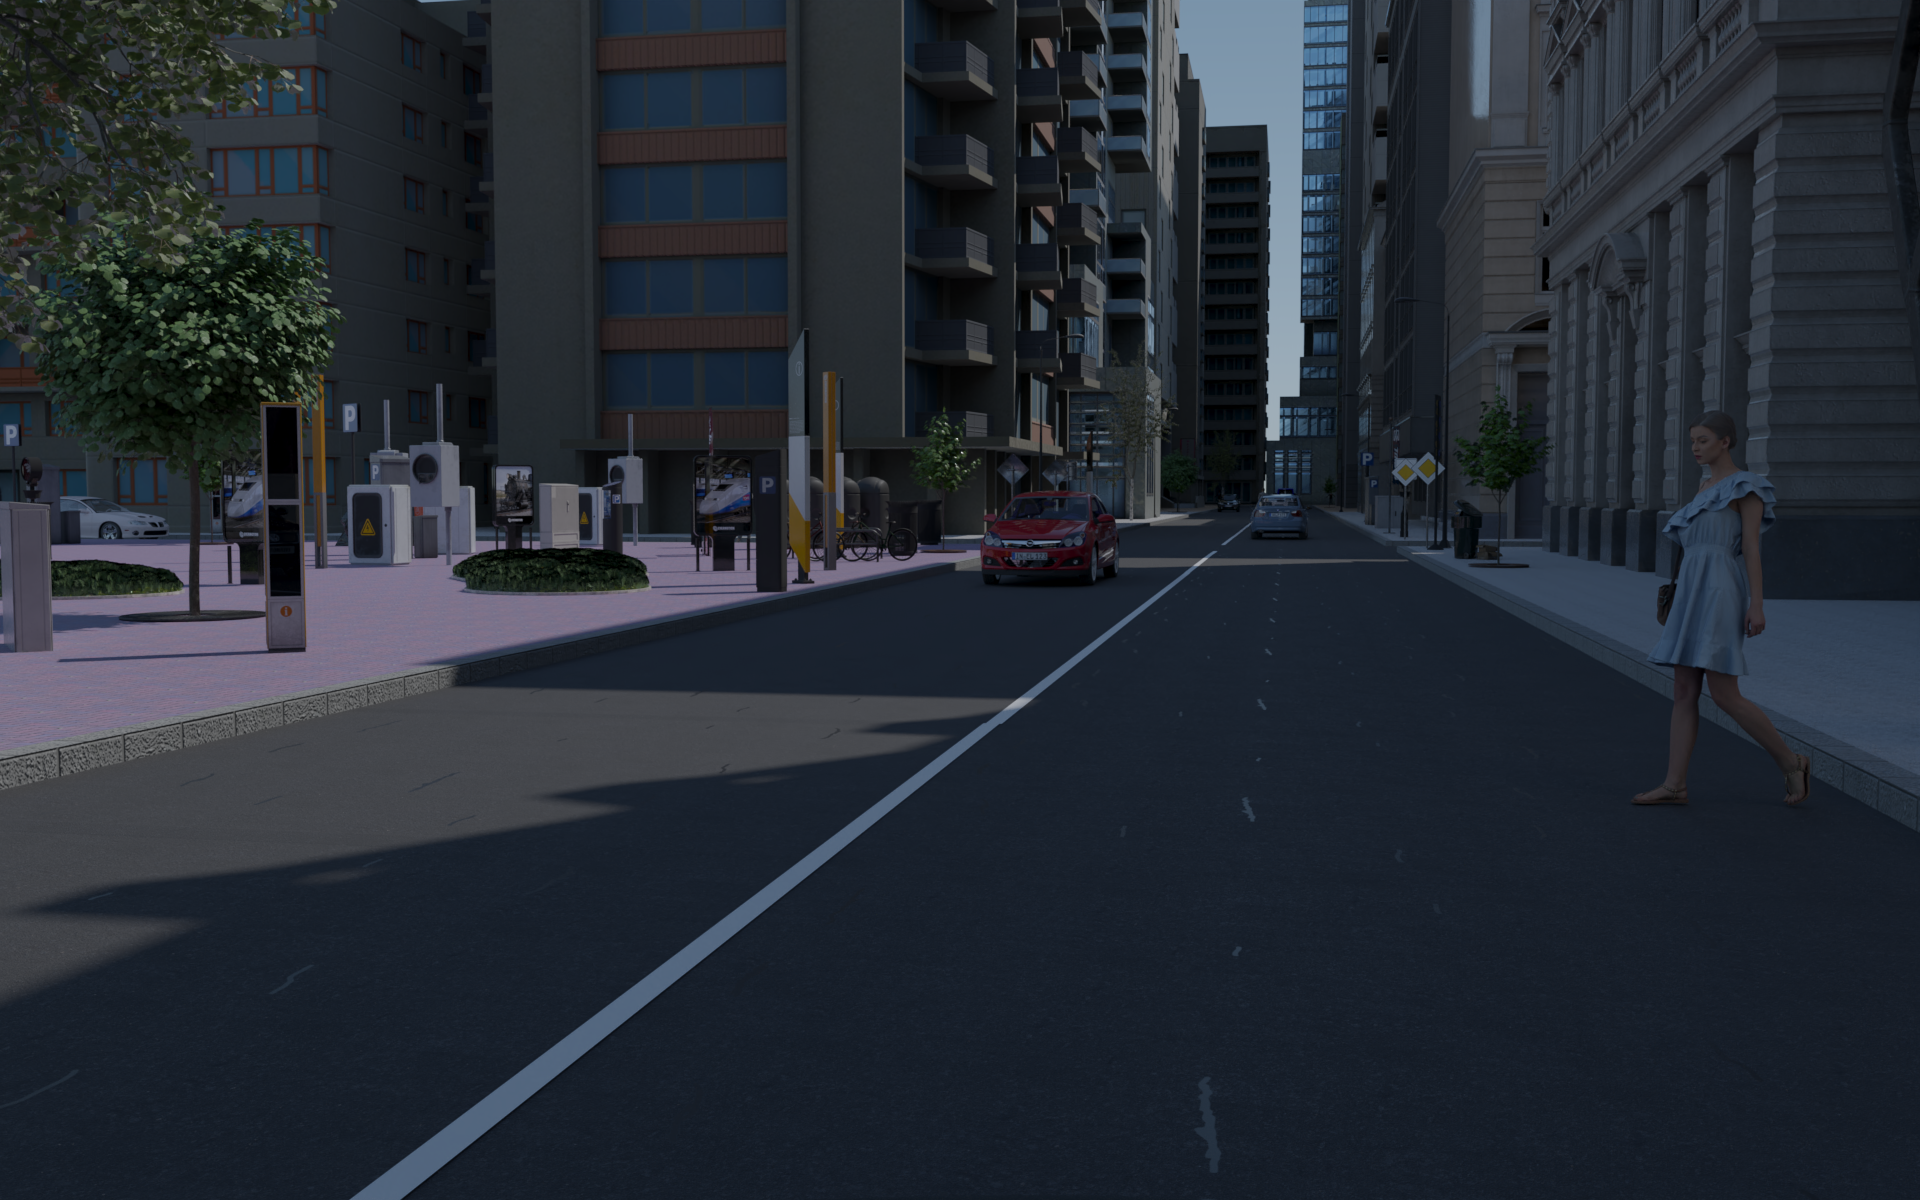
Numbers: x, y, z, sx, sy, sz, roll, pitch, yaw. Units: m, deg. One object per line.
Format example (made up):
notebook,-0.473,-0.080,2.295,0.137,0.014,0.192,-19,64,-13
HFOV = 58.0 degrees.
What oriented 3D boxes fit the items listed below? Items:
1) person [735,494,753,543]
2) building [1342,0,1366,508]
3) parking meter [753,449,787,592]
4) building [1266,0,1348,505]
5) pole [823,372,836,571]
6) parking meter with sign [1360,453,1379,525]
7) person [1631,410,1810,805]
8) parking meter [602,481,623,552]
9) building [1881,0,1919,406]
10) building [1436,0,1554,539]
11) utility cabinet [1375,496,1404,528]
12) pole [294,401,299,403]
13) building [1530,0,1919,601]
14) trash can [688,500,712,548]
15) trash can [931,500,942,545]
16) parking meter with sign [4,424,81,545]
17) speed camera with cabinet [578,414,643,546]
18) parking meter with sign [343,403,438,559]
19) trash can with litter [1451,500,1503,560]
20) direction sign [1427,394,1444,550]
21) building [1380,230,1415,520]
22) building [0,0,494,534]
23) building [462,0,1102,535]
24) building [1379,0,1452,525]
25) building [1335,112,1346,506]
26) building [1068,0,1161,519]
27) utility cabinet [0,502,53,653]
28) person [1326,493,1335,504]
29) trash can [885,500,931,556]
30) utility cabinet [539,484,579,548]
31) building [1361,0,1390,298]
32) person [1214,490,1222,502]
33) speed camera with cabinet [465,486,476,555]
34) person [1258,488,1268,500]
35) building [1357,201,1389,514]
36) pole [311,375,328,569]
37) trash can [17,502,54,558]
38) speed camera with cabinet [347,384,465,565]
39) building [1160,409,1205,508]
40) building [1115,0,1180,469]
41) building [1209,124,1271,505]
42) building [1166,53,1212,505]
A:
person,-6.031,-2.400,48.010,0.573,1.790,0.520,0,4,-4
building,47.391,-38.098,164.905,21.231,58.520,28.212,1,4,11
parking meter,-2.488,-1.040,22.709,0.399,1.863,0.255,1,4,15
building,53.988,-55.082,213.257,31.000,86.520,22.319,1,4,11
pole,-2.187,-2.153,29.037,0.158,3.312,0.155,0,3,0
parking meter with sign,17.104,-4.632,71.999,0.543,3.016,1.738,0,4,-1
person,3.486,0.038,7.967,0.778,1.811,0.616,0,4,2
parking meter,-6.574,-1.490,32.770,0.372,1.533,0.369,0,3,0
building,15.385,-8.730,10.184,16.820,18.784,16.811,1,4,11
building,25.421,-16.323,52.783,20.117,28.700,13.634,1,4,11
utility cabinet,16.069,-3.282,64.822,1.020,1.237,0.306,-1,4,-9
pole,-12.651,-2.397,33.027,0.158,3.312,0.155,0,3,0
building,16.163,-12.213,28.562,11.050,23.489,19.941,1,4,11
trash can,-6.158,-1.830,41.578,0.748,1.137,0.748,0,3,0
trash can,-0.774,-1.956,43.642,0.748,1.137,0.748,0,3,0
parking meter with sign,-23.244,-2.917,43.958,0.543,3.016,1.738,2,4,25
speed camera with cabinet,-8.805,-2.988,43.190,2.038,3.252,0.660,3,4,38
parking meter with sign,-11.171,-2.314,34.092,0.543,3.016,1.738,3,5,42
trash can with litter,10.200,-1.389,34.094,0.624,1.170,1.055,-3,4,-37
direction sign,10.932,-2.919,39.723,0.379,3.537,0.876,1,4,22
building,28.657,-14.034,94.076,10.561,19.102,19.286,1,4,11
building,-32.161,-13.869,71.791,28.899,21.520,27.650,1,4,11
building,-6.347,-25.208,66.771,22.147,44.769,28.867,1,4,11
building,25.577,-17.058,72.399,14.314,27.812,24.014,1,4,11
building,48.039,-30.821,187.509,14.154,41.232,14.086,1,4,11
building,1.314,-48.313,102.584,22.319,86.520,31.000,1,4,11
utility cabinet,-7.797,-0.202,14.468,0.306,1.237,1.020,-2,4,-33
person,43.154,-11.752,201.476,1.217,1.723,0.721,1,4,20
trash can,-1.189,-1.492,36.046,0.748,1.137,0.748,0,3,0
utility cabinet,-8.574,-1.740,37.130,0.318,1.500,1.173,1,4,16
building,46.137,-33.504,137.023,28.713,52.752,27.495,1,4,11
person,30.714,-12.054,205.218,1.348,1.869,0.705,2,4,33
speed camera with cabinet,-11.384,-2.593,36.730,2.038,3.252,0.660,0,4,-6
person,17.422,-5.567,99.715,0.606,1.804,0.583,0,4,-7
building,31.102,-16.115,112.630,9.793,20.994,18.267,1,4,11
pole,-10.988,-2.193,29.702,0.158,3.312,0.155,0,3,0
trash can,-17.218,-1.254,32.156,0.748,1.137,0.748,0,3,0
speed camera with cabinet,-10.057,-2.257,31.238,2.038,3.252,0.660,1,4,20
building,7.073,-29.018,166.318,32.217,40.220,23.993,1,4,11
building,3.536,-33.706,140.335,28.713,52.752,27.495,1,4,11
building,28.054,-36.398,218.812,21.600,48.544,21.300,1,4,11
building,15.746,-34.639,190.048,21.600,48.544,21.300,1,4,11
